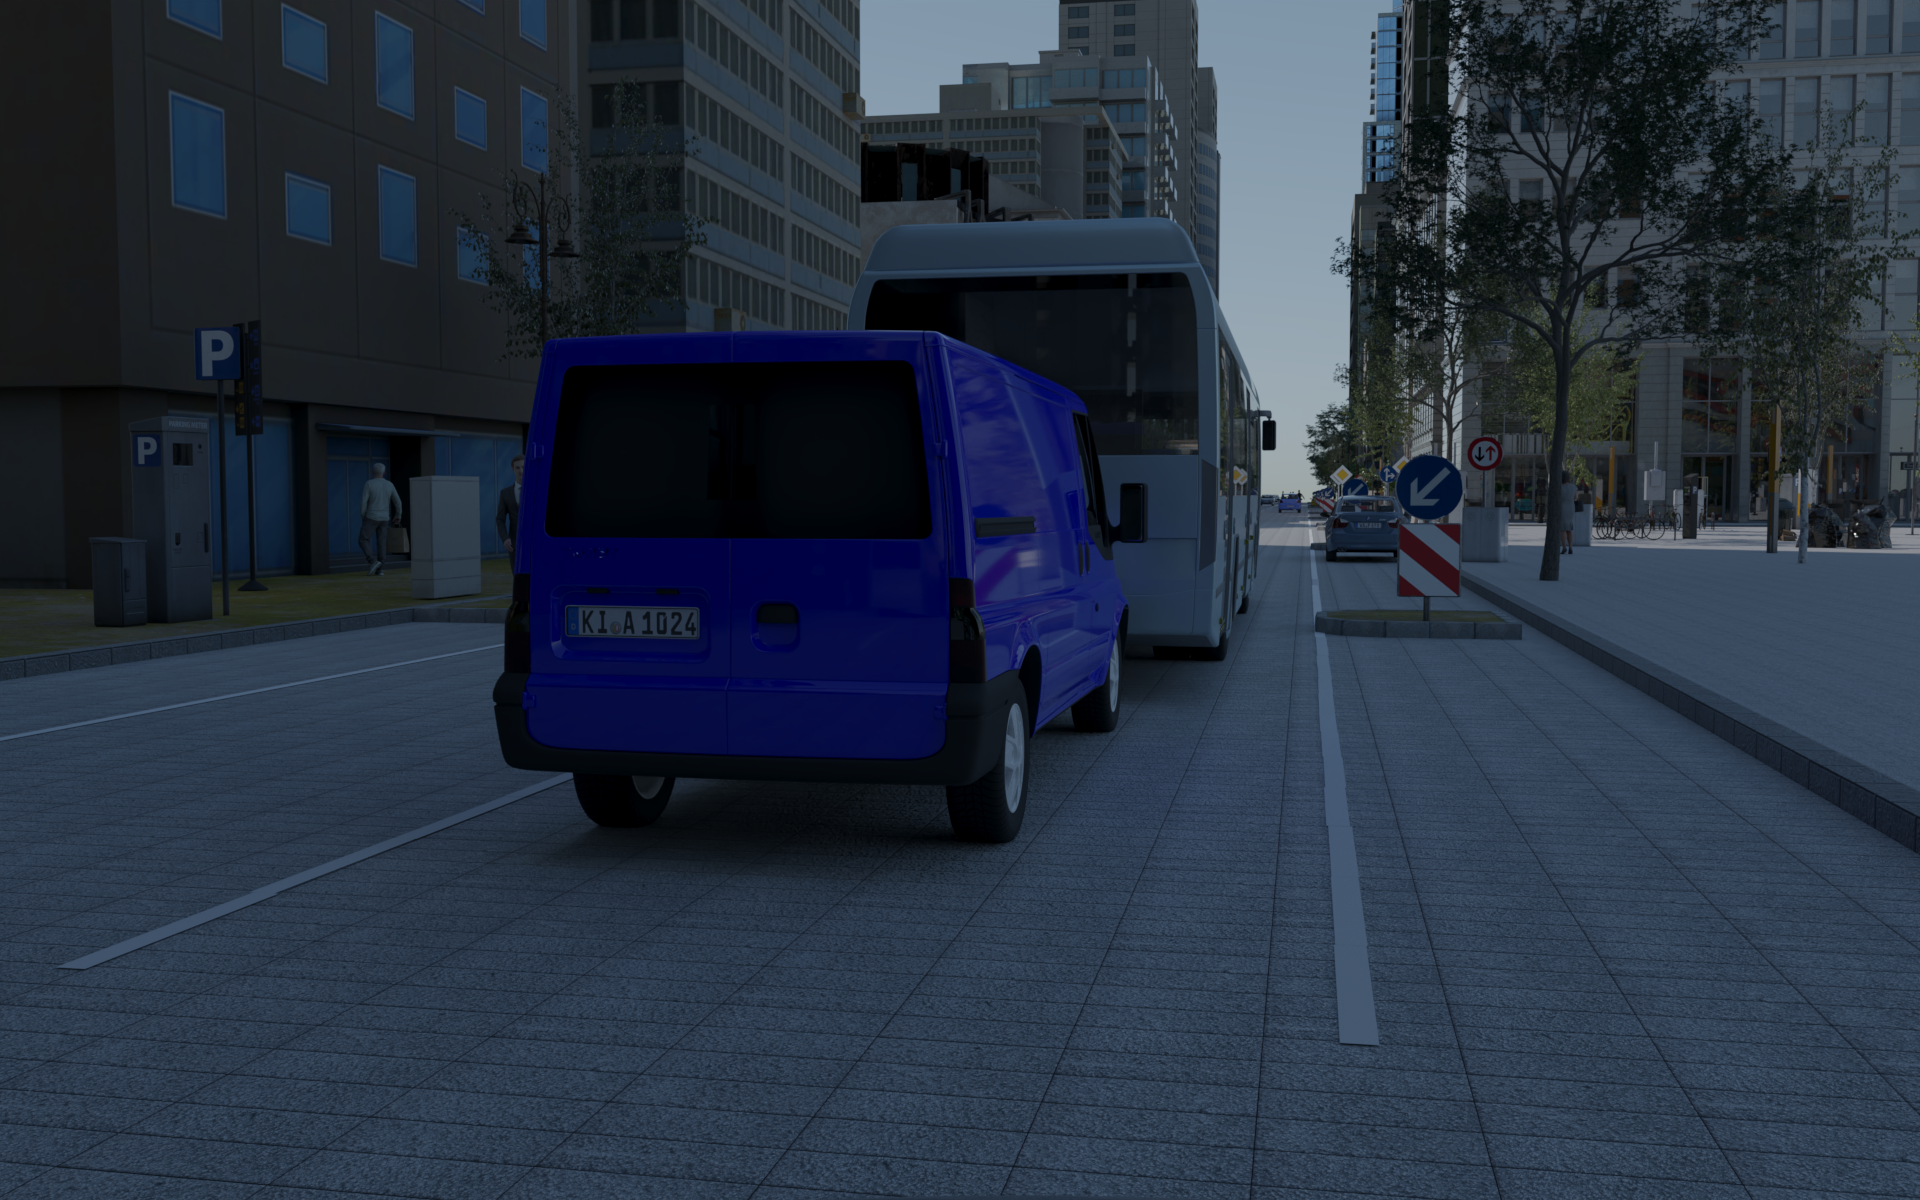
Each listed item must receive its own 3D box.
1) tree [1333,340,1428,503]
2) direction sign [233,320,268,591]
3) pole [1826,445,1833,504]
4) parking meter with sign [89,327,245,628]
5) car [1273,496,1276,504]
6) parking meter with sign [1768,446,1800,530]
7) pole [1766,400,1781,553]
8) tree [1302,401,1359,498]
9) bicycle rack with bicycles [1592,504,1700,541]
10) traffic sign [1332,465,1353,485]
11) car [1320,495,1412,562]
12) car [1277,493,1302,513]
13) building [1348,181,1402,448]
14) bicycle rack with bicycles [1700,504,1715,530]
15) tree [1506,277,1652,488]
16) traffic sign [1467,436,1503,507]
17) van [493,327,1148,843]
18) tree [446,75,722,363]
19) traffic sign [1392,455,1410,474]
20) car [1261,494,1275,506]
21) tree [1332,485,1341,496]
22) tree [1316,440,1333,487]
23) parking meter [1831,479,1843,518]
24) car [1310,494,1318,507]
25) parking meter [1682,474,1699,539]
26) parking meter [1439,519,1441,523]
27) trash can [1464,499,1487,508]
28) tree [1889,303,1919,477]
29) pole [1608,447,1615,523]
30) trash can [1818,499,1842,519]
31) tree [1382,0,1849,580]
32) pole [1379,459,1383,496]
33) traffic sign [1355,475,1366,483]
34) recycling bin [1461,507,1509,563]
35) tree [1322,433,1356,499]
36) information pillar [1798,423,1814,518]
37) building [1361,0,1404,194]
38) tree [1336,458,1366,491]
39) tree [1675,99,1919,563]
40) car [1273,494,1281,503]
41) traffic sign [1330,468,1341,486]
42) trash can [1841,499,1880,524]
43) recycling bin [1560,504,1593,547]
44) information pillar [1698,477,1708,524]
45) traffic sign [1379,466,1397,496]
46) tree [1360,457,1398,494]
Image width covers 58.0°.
[{"bbox_3d":[19.898,-7.990,80.998,4.737,8.622,4.395,0,3,0],"label":"tree"},{"bbox_3d":[-9.397,-1.891,22.914,0.379,3.537,0.876,-3,5,-43],"label":"direction sign"},{"bbox_3d":[36.495,-4.823,72.698,0.158,3.312,0.155,0,3,0],"label":"pole"},{"bbox_3d":[-7.953,-1.292,17.392,0.543,3.016,1.738,1,4,15],"label":"parking meter with sign"},{"bbox_3d":[43.410,-14.160,243.881,2.083,1.381,4.827,1,4,10],"label":"car"},{"bbox_3d":[29.997,-4.054,62.551,0.543,3.016,1.738,-1,4,-17],"label":"parking meter with sign"},{"bbox_3d":[17.636,-2.671,37.521,0.158,3.312,0.155,0,3,0],"label":"pole"},{"bbox_3d":[51.260,-19.989,233.479,9.857,13.997,8.962,0,3,0],"label":"tree"},{"bbox_3d":[18.603,-2.161,48.710,2.925,0.926,2.852,0,4,-6],"label":"bicycle rack with bicycles"},{"bbox_3d":[15.180,-4.067,68.690,0.795,2.593,0.064,1,4,11],"label":"traffic sign"},{"bbox_3d":[8.894,-1.584,37.898,2.014,1.417,4.499,1,4,12],"label":"car"},{"bbox_3d":[25.284,-7.537,132.818,1.945,1.707,3.694,1,4,10],"label":"car"},{"bbox_3d":[70.113,-39.049,262.146,21.300,48.544,21.600,1,4,11],"label":"building"},{"bbox_3d":[25.884,-2.977,62.049,2.852,0.926,2.925,1,4,23],"label":"bicycle rack with bicycles"},{"bbox_3d":[20.514,-6.568,57.756,4.737,8.622,4.395,0,3,0],"label":"tree"},{"bbox_3d":[11.559,-2.328,38.177,0.768,2.556,0.104,1,4,18],"label":"traffic sign"},{"bbox_3d":[-0.321,-0.276,8.902,2.240,2.365,5.245,1,4,12],"label":"van"},{"bbox_3d":[-6.334,-4.871,30.000,4.360,8.622,3.978,0,3,0],"label":"tree"},{"bbox_3d":[15.061,-3.608,58.721,0.795,2.593,0.064,1,4,18],"label":"traffic sign"},{"bbox_3d":[38.059,-12.398,214.717,2.014,1.417,4.499,1,4,13],"label":"car"},{"bbox_3d":[65.300,-18.901,303.626,1.663,3.219,1.824,0,3,0],"label":"tree"},{"bbox_3d":[46.798,-16.253,216.093,4.737,8.622,4.395,0,3,0],"label":"tree"},{"bbox_3d":[33.220,-3.663,65.599,0.399,1.863,0.255,-2,4,-34],"label":"parking meter"},{"bbox_3d":[37.071,-10.294,178.532,2.015,1.641,3.980,1,4,12],"label":"car"},{"bbox_3d":[20.857,-2.676,49.472,0.399,1.863,0.255,-2,4,-34],"label":"parking meter"},{"bbox_3d":[21.167,-4.117,75.716,0.372,1.533,0.369,0,3,0],"label":"parking meter"},{"bbox_3d":[16.459,-2.673,55.350,0.748,1.137,0.748,0,3,0],"label":"trash can"},{"bbox_3d":[26.716,-5.790,45.029,4.737,8.622,4.395,0,3,0],"label":"tree"},{"bbox_3d":[28.141,-4.953,74.828,0.158,3.312,0.155,0,3,0],"label":"pole"},{"bbox_3d":[23.917,-2.191,47.483,0.748,1.137,0.748,0,3,0],"label":"trash can"},{"bbox_3d":[9.095,-5.563,25.369,7.601,10.594,8.767,0,4,4],"label":"tree"},{"bbox_3d":[24.380,-6.508,100.242,0.158,3.312,0.155,0,3,0],"label":"pole"},{"bbox_3d":[26.313,-6.956,113.840,0.768,2.556,0.104,1,4,18],"label":"traffic sign"},{"bbox_3d":[9.952,-1.240,32.823,0.722,1.027,0.722,2,4,30],"label":"recycling bin"},{"bbox_3d":[45.589,-15.797,208.635,4.360,8.622,3.978,0,3,0],"label":"tree"},{"bbox_3d":[27.947,-4.029,57.229,0.504,3.616,0.183,-1,4,-17],"label":"information pillar"},{"bbox_3d":[75.472,-59.573,286.688,22.319,86.520,31.000,1,4,11],"label":"building"},{"bbox_3d":[35.916,-10.728,159.111,4.285,4.588,4.351,0,3,0],"label":"tree"},{"bbox_3d":[15.379,-4.986,31.880,4.360,8.622,3.978,0,3,0],"label":"tree"},{"bbox_3d":[48.003,-15.438,264.780,2.083,1.381,4.827,1,4,11],"label":"car"},{"bbox_3d":[16.747,-4.546,76.520,0.795,2.593,0.064,1,4,11],"label":"traffic sign"},{"bbox_3d":[23.183,-2.005,44.441,0.748,1.137,0.748,0,3,0],"label":"trash can"},{"bbox_3d":[15.201,-1.845,42.721,0.722,1.027,0.722,1,4,23],"label":"recycling bin"},{"bbox_3d":[31.581,-4.233,73.709,0.304,2.012,0.304,-1,4,-23],"label":"information pillar"},{"bbox_3d":[19.329,-4.778,78.229,0.768,2.556,0.104,1,4,17],"label":"traffic sign"},{"bbox_3d":[22.003,-5.791,89.280,1.663,3.219,1.824,0,3,0],"label":"tree"}]
